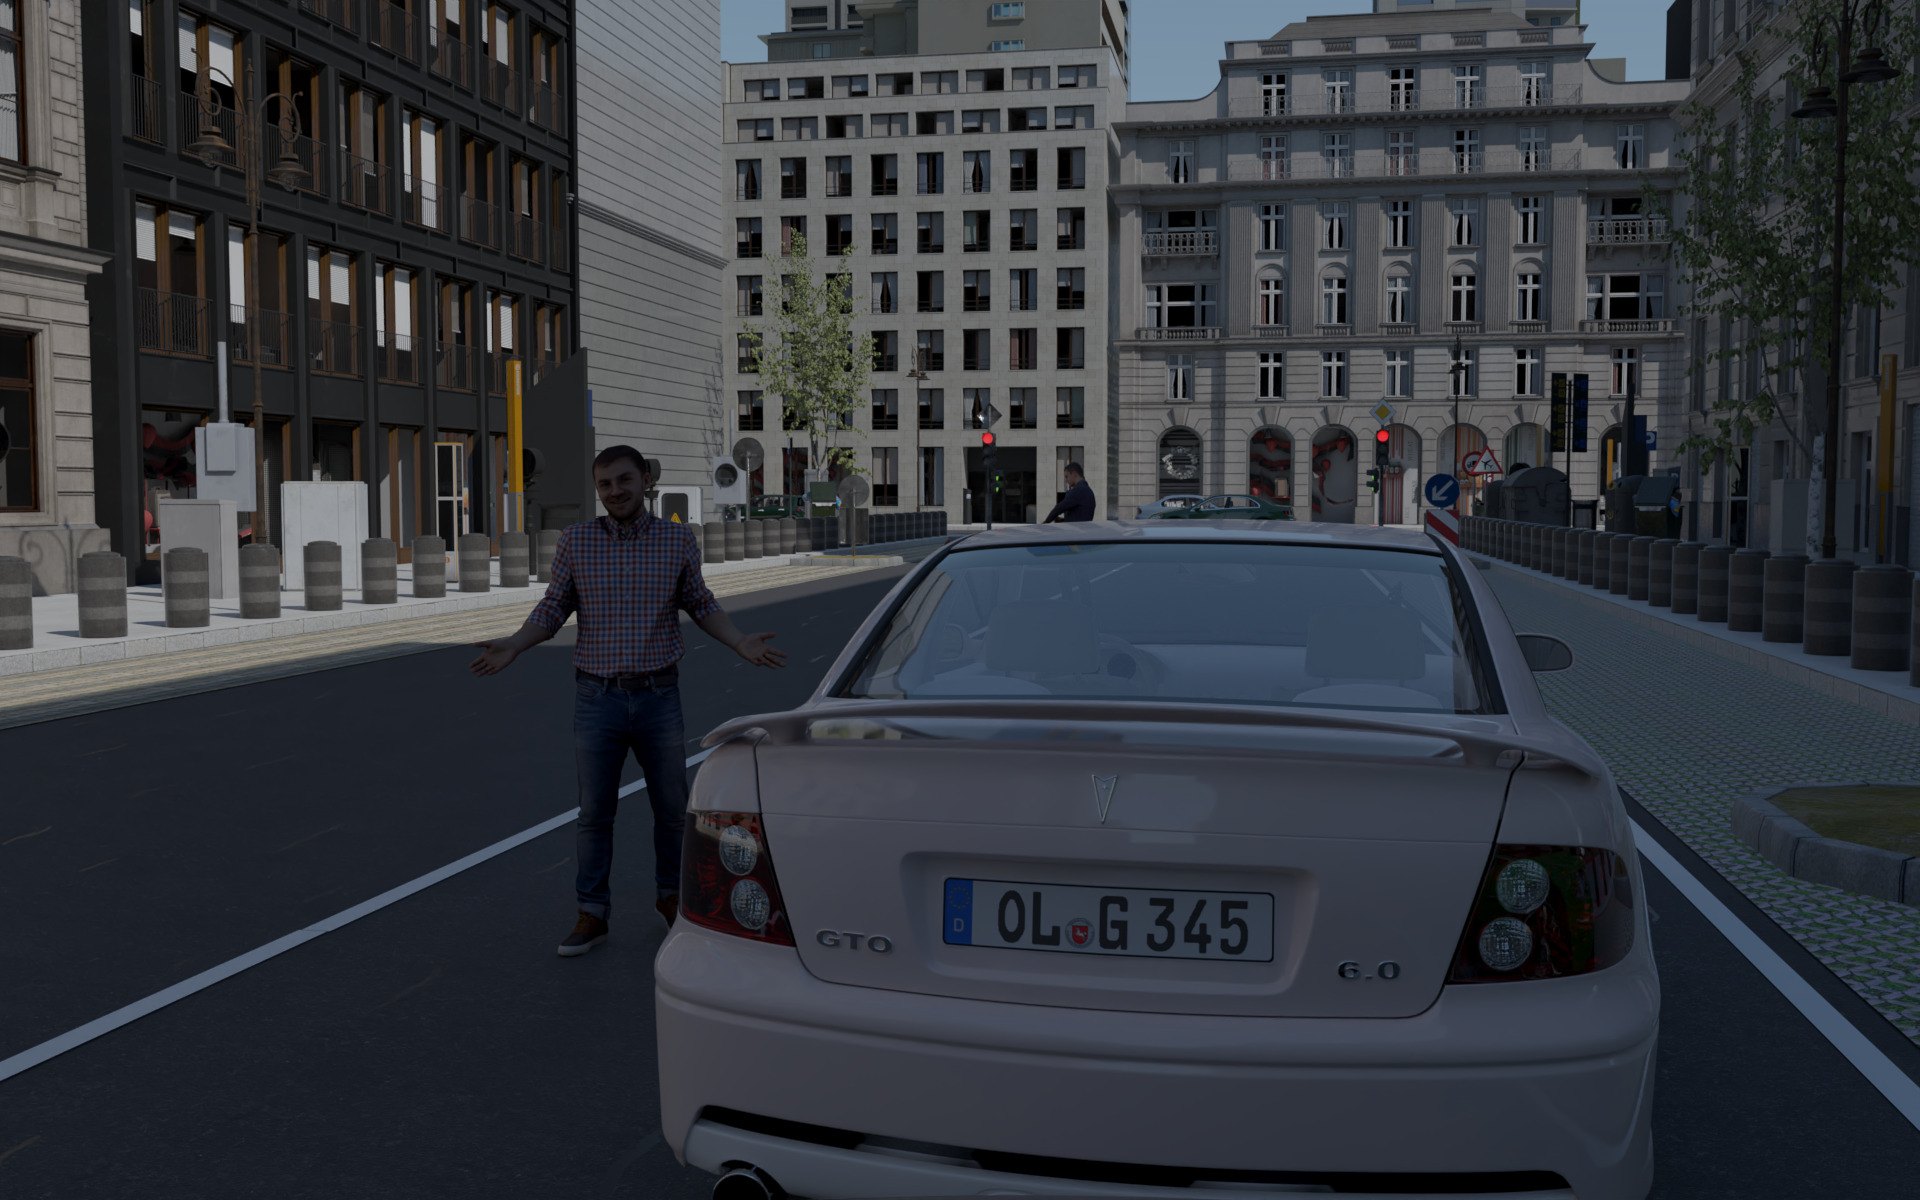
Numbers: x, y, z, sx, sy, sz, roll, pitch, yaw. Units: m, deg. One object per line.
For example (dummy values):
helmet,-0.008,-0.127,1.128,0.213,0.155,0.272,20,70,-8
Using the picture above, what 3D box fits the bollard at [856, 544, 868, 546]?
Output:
bollard,-2.587,-1.721,42.853,0.404,0.777,0.398,0,3,0

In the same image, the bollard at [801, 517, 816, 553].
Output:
bollard,-3.471,-1.432,38.122,0.404,0.777,0.398,0,3,0

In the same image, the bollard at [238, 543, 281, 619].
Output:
bollard,-7.253,-0.197,17.931,0.404,0.777,0.398,0,3,0

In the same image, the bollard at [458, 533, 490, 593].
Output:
bollard,-6.363,-0.487,22.683,0.404,0.777,0.398,0,3,0

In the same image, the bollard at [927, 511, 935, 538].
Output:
bollard,-1.037,-2.229,51.154,0.404,0.777,0.398,0,3,0

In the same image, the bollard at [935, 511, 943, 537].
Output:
bollard,-0.812,-2.301,52.334,0.404,0.777,0.398,0,3,0

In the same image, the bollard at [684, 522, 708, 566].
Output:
bollard,-4.807,-0.996,30.996,0.404,0.777,0.398,0,3,0

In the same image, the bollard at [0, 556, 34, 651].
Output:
bollard,-7.918,0.022,14.362,0.404,0.777,0.398,0,3,0

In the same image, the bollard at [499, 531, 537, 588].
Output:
bollard,-6.143,-0.559,23.864,0.404,0.777,0.398,0,3,0

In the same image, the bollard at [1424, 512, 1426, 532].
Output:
bollard,14.097,-2.273,51.888,0.404,0.777,0.398,0,3,0

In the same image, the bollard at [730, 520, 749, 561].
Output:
bollard,-4.364,-1.141,33.368,0.404,0.777,0.398,0,3,0

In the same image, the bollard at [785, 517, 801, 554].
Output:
bollard,-3.697,-1.359,36.942,0.404,0.777,0.398,0,3,0

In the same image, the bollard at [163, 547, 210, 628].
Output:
bollard,-7.476,-0.124,16.744,0.404,0.777,0.398,0,3,0

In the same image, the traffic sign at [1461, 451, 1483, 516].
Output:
traffic sign,15.263,-3.138,51.419,0.768,2.556,0.104,1,4,11

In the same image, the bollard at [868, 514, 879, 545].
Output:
bollard,-2.365,-1.793,44.037,0.404,0.777,0.398,0,3,0

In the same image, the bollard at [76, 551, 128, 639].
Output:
bollard,-7.698,-0.051,15.544,0.404,0.777,0.398,0,3,0

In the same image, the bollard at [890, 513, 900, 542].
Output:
bollard,-1.922,-1.938,46.411,0.404,0.777,0.398,0,3,0

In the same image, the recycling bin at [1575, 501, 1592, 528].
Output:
recycling bin,23.784,-3.262,65.887,0.722,1.027,0.722,2,4,25

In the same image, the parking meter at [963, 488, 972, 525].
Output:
parking meter,0.304,-3.914,72.411,0.372,1.533,0.369,0,3,0

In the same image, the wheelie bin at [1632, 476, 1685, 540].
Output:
wheelie bin,12.501,-1.414,31.027,0.693,1.594,0.980,-3,5,-39

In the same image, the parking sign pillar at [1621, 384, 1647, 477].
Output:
parking sign pillar,16.659,-3.329,42.901,1.447,3.967,1.447,1,4,15

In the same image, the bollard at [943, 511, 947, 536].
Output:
bollard,-0.591,-2.373,53.516,0.404,0.777,0.398,0,3,0

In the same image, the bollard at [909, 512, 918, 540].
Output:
bollard,-1.480,-2.083,48.779,0.404,0.777,0.398,0,3,0

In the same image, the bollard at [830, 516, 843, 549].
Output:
bollard,-3.031,-1.576,40.491,0.404,0.777,0.398,0,3,0

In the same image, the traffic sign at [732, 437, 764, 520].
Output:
traffic sign,-4.752,-2.367,38.801,0.768,2.556,0.104,1,4,15

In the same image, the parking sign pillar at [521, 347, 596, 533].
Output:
parking sign pillar,-7.438,-2.669,32.108,1.447,3.967,1.447,1,4,15

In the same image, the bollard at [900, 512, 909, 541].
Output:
bollard,-1.697,-2.011,47.592,0.404,0.777,0.398,0,3,0

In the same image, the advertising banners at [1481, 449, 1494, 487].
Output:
advertising banners,21.371,-4.378,67.769,2.074,3.025,0.090,0,4,-4

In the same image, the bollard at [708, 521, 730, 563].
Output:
bollard,-4.580,-1.068,32.186,0.404,0.777,0.398,0,3,0

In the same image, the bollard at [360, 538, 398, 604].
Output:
bollard,-6.809,-0.341,20.299,0.404,0.777,0.398,0,3,0

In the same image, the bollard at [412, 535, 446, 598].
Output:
bollard,-6.590,-0.414,21.492,0.404,0.777,0.398,0,3,0

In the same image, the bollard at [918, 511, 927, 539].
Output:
bollard,-1.255,-2.156,49.968,0.404,0.777,0.398,0,3,0

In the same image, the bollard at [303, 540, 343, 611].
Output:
bollard,-7.032,-0.269,19.118,0.404,0.777,0.398,0,3,0

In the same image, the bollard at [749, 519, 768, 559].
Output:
bollard,-4.141,-1.214,34.561,0.404,0.777,0.398,0,3,0

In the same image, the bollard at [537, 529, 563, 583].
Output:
bollard,-5.921,-0.632,25.052,0.404,0.777,0.398,0,3,0

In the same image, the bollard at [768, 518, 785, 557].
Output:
bollard,-3.918,-1.286,35.742,0.404,0.777,0.398,0,3,0

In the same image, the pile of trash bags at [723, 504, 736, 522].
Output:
pile of trash bags,-8.483,-2.707,54.008,1.912,1.369,3.447,2,4,34

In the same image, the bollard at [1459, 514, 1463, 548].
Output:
bollard,12.099,-1.621,41.218,0.404,0.777,0.398,0,3,0

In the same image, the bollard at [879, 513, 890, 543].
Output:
bollard,-2.143,-1.866,45.218,0.404,0.777,0.398,0,3,0

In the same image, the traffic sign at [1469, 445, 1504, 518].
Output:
traffic sign,13.988,-2.816,46.042,0.884,2.594,0.081,1,4,14

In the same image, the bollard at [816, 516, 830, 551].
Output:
bollard,-3.251,-1.504,39.310,0.404,0.777,0.398,0,3,0

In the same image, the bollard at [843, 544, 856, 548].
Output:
bollard,-2.811,-1.649,41.673,0.404,0.777,0.398,0,3,0
